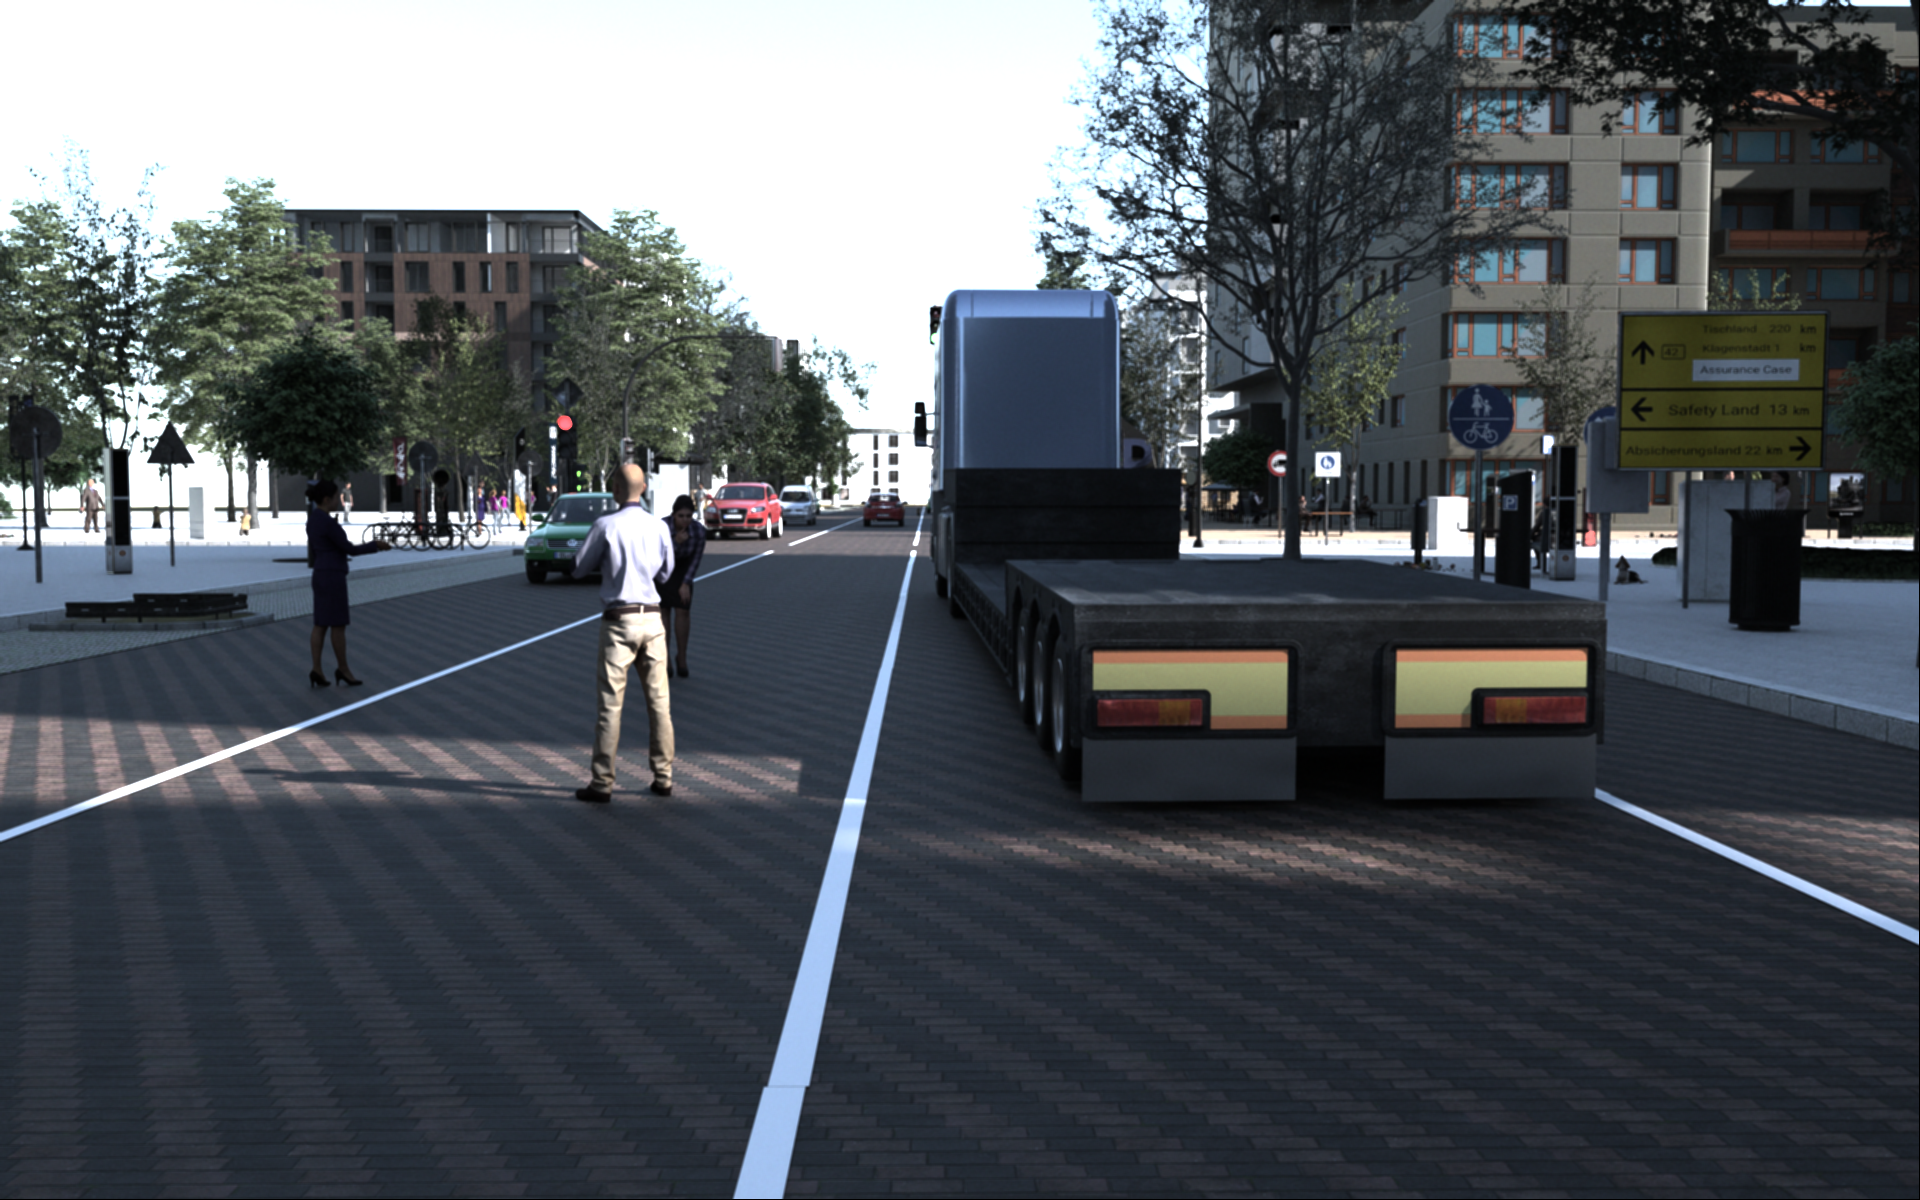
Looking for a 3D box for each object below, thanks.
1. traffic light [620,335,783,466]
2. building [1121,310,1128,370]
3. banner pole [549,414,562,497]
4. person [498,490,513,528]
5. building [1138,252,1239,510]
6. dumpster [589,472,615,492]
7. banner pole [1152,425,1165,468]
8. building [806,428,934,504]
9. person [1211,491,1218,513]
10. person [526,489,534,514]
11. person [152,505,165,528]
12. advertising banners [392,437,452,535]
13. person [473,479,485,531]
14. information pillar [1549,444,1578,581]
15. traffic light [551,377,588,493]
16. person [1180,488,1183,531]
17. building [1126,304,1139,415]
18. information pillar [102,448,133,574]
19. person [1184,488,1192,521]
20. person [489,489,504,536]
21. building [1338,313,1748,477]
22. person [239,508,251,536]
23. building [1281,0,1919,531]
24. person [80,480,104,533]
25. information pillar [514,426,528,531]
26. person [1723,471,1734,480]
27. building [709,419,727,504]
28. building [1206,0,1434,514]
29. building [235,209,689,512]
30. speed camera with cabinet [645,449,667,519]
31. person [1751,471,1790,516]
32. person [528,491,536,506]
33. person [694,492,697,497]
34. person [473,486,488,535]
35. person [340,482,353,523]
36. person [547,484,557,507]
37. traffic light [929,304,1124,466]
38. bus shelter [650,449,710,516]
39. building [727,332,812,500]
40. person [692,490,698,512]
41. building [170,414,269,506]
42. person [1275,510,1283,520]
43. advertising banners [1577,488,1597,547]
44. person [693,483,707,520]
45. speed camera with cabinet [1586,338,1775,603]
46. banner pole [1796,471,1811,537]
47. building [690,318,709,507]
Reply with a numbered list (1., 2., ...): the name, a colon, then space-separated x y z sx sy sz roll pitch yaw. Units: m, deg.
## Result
1. traffic light: -7.470 -4.591 49.725 4.771 5.953 1.251 0 4 -1
2. building: 22.813 -18.870 174.983 16.747 18.905 31.486 0 4 -1
3. banner pole: -12.562 -3.908 53.907 0.401 3.779 0.863 1 4 17
4. person: -17.219 -3.458 65.810 0.776 1.435 0.726 2 4 30
5. building: 23.453 -17.411 141.082 16.016 20.091 11.380 0 4 -1
6. dumpster: -15.186 -4.444 75.150 1.502 2.255 1.985 0 4 -1
7. banner pole: 7.091 -4.410 62.116 0.401 3.779 0.863 -2 4 -32
8. building: -5.773 -17.258 224.314 28.070 9.664 9.099 0 4 -1
9. person: 15.485 -5.947 105.341 0.319 1.574 0.516 -3 4 -37
10. person: -28.186 -6.484 113.511 0.566 1.644 0.517 2 4 24
11. person: -30.254 -3.140 65.312 0.347 0.859 0.695 -1 4 -10
12. advertising banners: -16.367 -3.453 52.640 2.074 3.025 0.090 1 4 20
13. person: -16.792 -3.332 60.655 0.434 1.807 0.598 2 4 24
14. information pillar: 8.942 -1.295 25.672 0.304 2.012 0.304 0 3 0
15. traffic light: -9.409 -3.226 41.667 0.839 4.253 0.868 0 4 -1
16. person: 7.441 -3.321 60.202 0.599 1.838 0.709 0 4 4
17. building: 22.836 -18.105 152.431 16.016 20.091 11.380 0 4 -1
18. information pillar: -13.515 -1.425 27.790 0.304 2.012 0.304 3 5 43
19. person: 10.852 -4.539 82.211 0.435 1.587 0.963 0 4 4
20. person: -14.174 -2.685 53.183 0.726 1.435 0.776 3 5 40
21. building: 58.272 -20.393 177.394 32.646 21.610 27.936 0 4 -1
22. person: -21.867 -2.384 52.944 0.347 0.859 0.695 -2 4 -25
23. building: 30.812 -13.922 72.659 28.899 21.520 27.650 0 4 -1
24. person: -28.347 -3.061 56.642 0.434 1.755 0.990 1 4 23
25. information pillar: -15.132 -4.173 59.581 0.183 3.616 0.504 2 4 28
26. person: 16.243 -1.868 36.721 0.598 1.807 0.434 -2 4 -32
27. building: -39.389 -14.865 185.197 28.070 9.664 9.099 0 4 -1
28. building: 31.340 -31.917 111.088 28.713 52.752 27.495 0 4 -1
29. building: -38.145 -18.151 140.747 27.936 21.610 32.646 0 4 -1
30. speed camera with cabinet: -13.141 -4.927 74.887 0.660 3.252 2.038 -1 4 -20
31. person: 11.400 -1.037 24.454 0.566 1.644 0.517 1 4 21
32. person: -24.258 -5.411 97.752 0.726 1.435 0.776 1 4 21
33. person: -21.807 -8.491 144.948 0.705 1.814 1.350 3 4 37
34. person: -15.003 -2.807 54.306 0.546 1.535 0.453 3 5 40
35. person: -26.943 -4.280 76.154 0.434 1.807 0.598 2 4 35
36. person: -18.448 -4.362 78.166 0.742 1.727 0.445 2 4 29
37. traffic light: 1.640 -4.103 41.750 4.771 5.953 1.251 0 4 -1
38. bus shelter: -12.891 -5.270 80.085 2.014 3.302 5.546 0 4 -1
39. building: -36.873 -23.756 232.389 32.646 21.610 27.936 0 4 -1
40. person: -19.204 -7.311 126.384 0.742 1.727 0.445 0 4 -4
41. building: -68.350 -14.873 185.319 28.070 9.664 9.099 0 4 -1
42. person: 15.578 -4.160 84.530 0.357 0.543 0.381 -1 4 -22
43. advertising banners: 15.270 -2.802 42.007 2.074 3.025 0.090 -2 4 -30
44. person: -12.743 -4.803 84.712 0.875 1.805 0.789 2 4 33
45. speed camera with cabinet: 8.588 -1.612 20.693 2.038 3.252 0.660 1 4 15
46. banner pole: 25.060 -3.762 51.531 0.401 3.779 0.863 0 4 2
47. building: -33.478 -19.437 174.218 16.016 20.091 11.380 0 4 -1
